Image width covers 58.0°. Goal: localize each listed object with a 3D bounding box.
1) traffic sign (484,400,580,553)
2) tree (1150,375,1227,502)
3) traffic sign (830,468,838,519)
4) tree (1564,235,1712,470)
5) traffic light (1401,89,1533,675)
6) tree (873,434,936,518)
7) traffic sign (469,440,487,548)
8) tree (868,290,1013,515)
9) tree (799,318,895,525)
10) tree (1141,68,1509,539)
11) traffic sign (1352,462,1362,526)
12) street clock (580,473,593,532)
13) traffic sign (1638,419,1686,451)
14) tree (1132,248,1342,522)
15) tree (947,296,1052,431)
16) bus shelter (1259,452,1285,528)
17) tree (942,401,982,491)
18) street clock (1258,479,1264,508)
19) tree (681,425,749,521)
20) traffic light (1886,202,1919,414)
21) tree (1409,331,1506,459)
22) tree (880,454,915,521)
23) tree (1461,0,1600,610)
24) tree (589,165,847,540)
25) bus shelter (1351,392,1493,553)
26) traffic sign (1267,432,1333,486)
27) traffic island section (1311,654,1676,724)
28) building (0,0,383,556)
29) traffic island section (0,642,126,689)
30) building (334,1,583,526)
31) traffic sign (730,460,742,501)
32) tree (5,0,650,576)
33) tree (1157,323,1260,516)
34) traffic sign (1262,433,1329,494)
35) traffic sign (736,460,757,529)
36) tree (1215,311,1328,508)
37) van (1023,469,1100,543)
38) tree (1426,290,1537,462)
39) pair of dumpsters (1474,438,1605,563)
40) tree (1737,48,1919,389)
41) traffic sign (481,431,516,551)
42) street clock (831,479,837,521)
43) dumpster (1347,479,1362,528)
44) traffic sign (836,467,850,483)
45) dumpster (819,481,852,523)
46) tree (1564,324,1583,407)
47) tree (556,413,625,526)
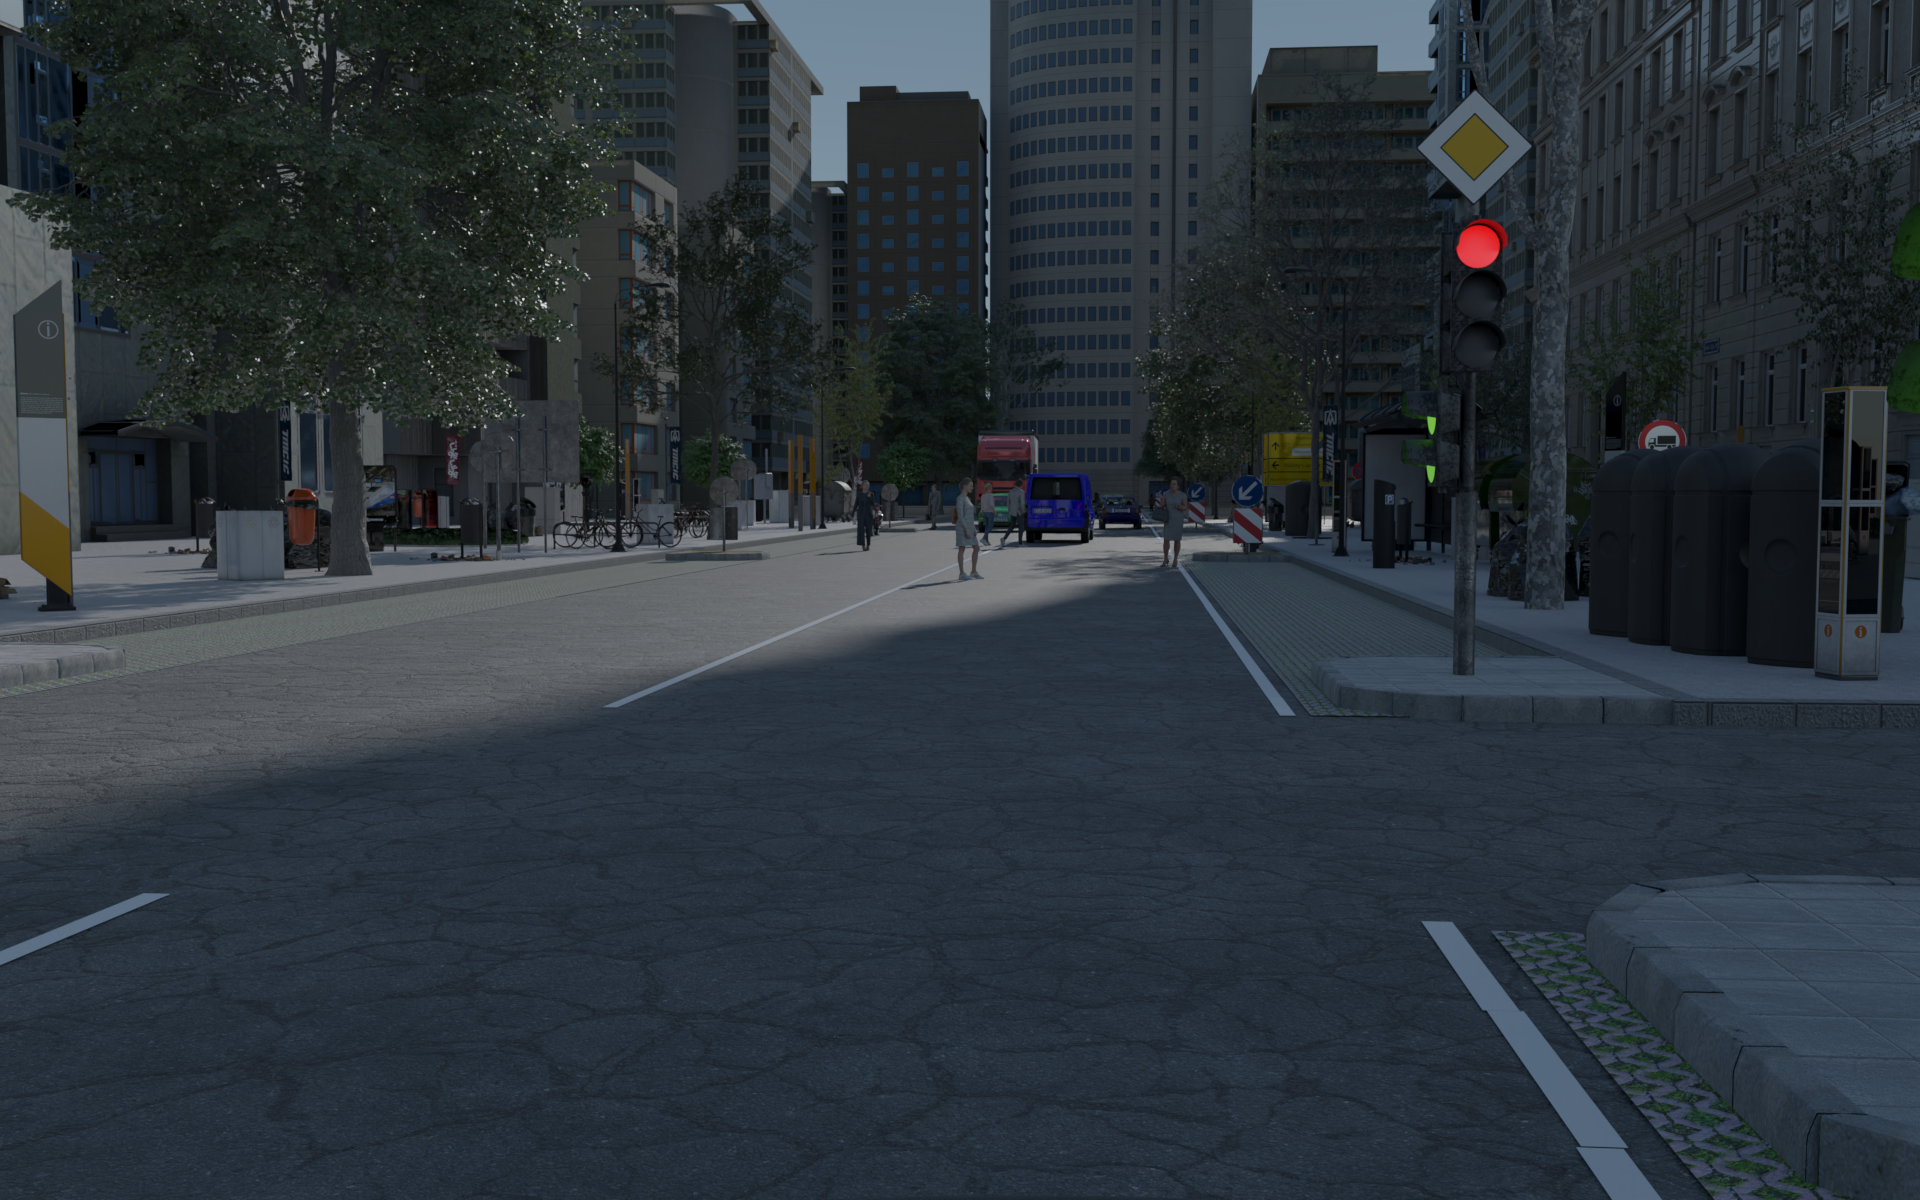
[{"bbox_3d":[-9.330,-2.680,37.694,2.265,3.308,0.079,1,4,14],"label":"traffic sign"},{"bbox_3d":[18.350,-12.776,134.649,9.928,11.665,9.643,0,3,0],"label":"tree"},{"bbox_3d":[-5.978,-5.148,84.273,0.768,2.556,0.104,1,4,14],"label":"traffic sign"},{"bbox_3d":[19.644,-6.094,49.995,4.737,8.622,4.395,0,3,0],"label":"tree"},{"bbox_3d":[3.563,-1.424,12.203,0.839,4.253,0.868,0,4,5],"label":"traffic light"},{"bbox_3d":[-2.972,-6.735,93.825,4.285,4.588,4.351,0,3,0],"label":"tree"},{"bbox_3d":[-11.200,-2.487,40.775,0.768,2.556,0.104,1,4,9],"label":"traffic sign"},{"bbox_3d":[-1.395,-12.258,107.071,9.857,13.997,8.962,0,3,0],"label":"tree"},{"bbox_3d":[-4.507,-7.470,72.496,4.737,8.622,4.395,0,3,0],"label":"tree"},{"bbox_3d":[10.285,-8.503,49.401,12.009,13.543,11.850,0,3,0],"label":"tree"},{"bbox_3d":[15.880,-4.184,68.508,0.768,2.556,0.104,0,4,6],"label":"traffic sign"},{"bbox_3d":[-12.567,-3.284,58.271,0.471,2.002,0.358,-1,4,-12],"label":"street clock"},{"bbox_3d":[11.937,-1.799,29.514,0.768,2.556,0.104,1,4,13],"label":"traffic sign"},{"bbox_3d":[12.659,-9.918,79.163,9.611,12.733,9.660,0,3,0],"label":"tree"},{"bbox_3d":[4.780,-18.823,163.651,12.611,20.169,13.585,0,3,0],"label":"tree"},{"bbox_3d":[12.102,-4.229,63.074,2.014,3.302,5.546,0,4,6],"label":"bus shelter"},{"bbox_3d":[0.150,-10.564,123.090,4.737,8.622,4.395,0,3,0],"label":"tree"},{"bbox_3d":[14.869,-4.974,85.891,0.471,2.002,0.358,0,4,-6],"label":"street clock"},{"bbox_3d":[-11.837,-6.074,83.017,4.285,4.588,4.351,0,3,0],"label":"tree"},{"bbox_3d":[2.795,-0.938,4.255,0.839,4.253,0.868,0,4,5],"label":"traffic light"},{"bbox_3d":[21.406,-7.645,75.354,4.737,8.622,4.395,0,3,0],"label":"tree"},{"bbox_3d":[-3.192,-5.450,83.706,1.663,3.219,1.824,0,3,0],"label":"tree"},{"bbox_3d":[7.449,-10.033,19.925,12.611,20.169,13.585,0,3,0],"label":"tree"},{"bbox_3d":[-6.667,-6.979,48.511,7.601,10.594,8.767,-2,4,-26],"label":"tree"},{"bbox_3d":[9.663,-2.617,36.707,2.014,3.302,5.546,0,4,5],"label":"bus shelter"},{"bbox_3d":[11.184,-3.840,56.664,2.265,3.308,0.079,0,4,7],"label":"traffic sign"},{"bbox_3d":[3.602,0.610,12.313,2.009,0.180,2.903,0,4,5],"label":"traffic island section"},{"bbox_3d":[-30.350,-44.623,42.262,22.319,86.520,31.000,0,4,5],"label":"building"},{"bbox_3d":[-7.936,0.541,13.428,2.009,0.180,2.903,0,4,5],"label":"traffic island section"},{"bbox_3d":[-25.304,-18.497,74.125,14.160,30.474,14.107,0,4,5],"label":"building"},{"bbox_3d":[-8.171,-3.928,64.325,0.768,2.556,0.104,1,4,11],"label":"traffic sign"},{"bbox_3d":[-9.681,-7.357,26.942,9.857,13.997,8.962,0,3,0],"label":"tree"},{"bbox_3d":[15.459,-11.293,102.774,7.486,12.596,7.792,0,3,0],"label":"tree"},{"bbox_3d":[11.253,-3.920,57.973,2.265,3.308,0.079,0,4,8],"label":"traffic sign"},{"bbox_3d":[-7.905,-3.915,64.114,0.768,2.556,0.104,0,4,7],"label":"traffic sign"},{"bbox_3d":[12.167,-7.215,68.328,4.737,8.622,4.395,0,3,0],"label":"tree"},{"bbox_3d":[3.051,-2.936,52.384,2.240,2.365,5.245,0,4,6],"label":"van"},{"bbox_3d":[17.866,-6.637,58.878,4.360,8.622,3.978,0,3,0],"label":"tree"},{"bbox_3d":[9.927,-1.697,30.248,1.574,2.255,4.437,0,4,5],"label":"pair of dumpsters"},{"bbox_3d":[15.389,-4.843,29.538,4.360,8.622,3.978,0,3,0],"label":"tree"},{"bbox_3d":[-9.402,-2.149,35.242,0.768,2.556,0.104,1,4,13],"label":"traffic sign"},{"bbox_3d":[-6.058,-4.798,83.022,0.358,2.002,0.471,-2,4,-28],"label":"street clock"},{"bbox_3d":[15.374,-3.683,65.972,1.264,1.857,1.865,0,4,5],"label":"dumpster"},{"bbox_3d":[-5.572,-5.010,82.015,0.768,2.556,0.104,1,4,14],"label":"traffic sign"},{"bbox_3d":[-5.617,-4.405,77.778,1.264,1.857,1.865,0,4,5],"label":"dumpster"},{"bbox_3d":[20.809,-6.949,63.980,4.360,8.622,3.978,0,3,0],"label":"tree"},{"bbox_3d":[-15.276,-5.293,70.252,4.285,4.588,4.351,0,3,0],"label":"tree"}]
